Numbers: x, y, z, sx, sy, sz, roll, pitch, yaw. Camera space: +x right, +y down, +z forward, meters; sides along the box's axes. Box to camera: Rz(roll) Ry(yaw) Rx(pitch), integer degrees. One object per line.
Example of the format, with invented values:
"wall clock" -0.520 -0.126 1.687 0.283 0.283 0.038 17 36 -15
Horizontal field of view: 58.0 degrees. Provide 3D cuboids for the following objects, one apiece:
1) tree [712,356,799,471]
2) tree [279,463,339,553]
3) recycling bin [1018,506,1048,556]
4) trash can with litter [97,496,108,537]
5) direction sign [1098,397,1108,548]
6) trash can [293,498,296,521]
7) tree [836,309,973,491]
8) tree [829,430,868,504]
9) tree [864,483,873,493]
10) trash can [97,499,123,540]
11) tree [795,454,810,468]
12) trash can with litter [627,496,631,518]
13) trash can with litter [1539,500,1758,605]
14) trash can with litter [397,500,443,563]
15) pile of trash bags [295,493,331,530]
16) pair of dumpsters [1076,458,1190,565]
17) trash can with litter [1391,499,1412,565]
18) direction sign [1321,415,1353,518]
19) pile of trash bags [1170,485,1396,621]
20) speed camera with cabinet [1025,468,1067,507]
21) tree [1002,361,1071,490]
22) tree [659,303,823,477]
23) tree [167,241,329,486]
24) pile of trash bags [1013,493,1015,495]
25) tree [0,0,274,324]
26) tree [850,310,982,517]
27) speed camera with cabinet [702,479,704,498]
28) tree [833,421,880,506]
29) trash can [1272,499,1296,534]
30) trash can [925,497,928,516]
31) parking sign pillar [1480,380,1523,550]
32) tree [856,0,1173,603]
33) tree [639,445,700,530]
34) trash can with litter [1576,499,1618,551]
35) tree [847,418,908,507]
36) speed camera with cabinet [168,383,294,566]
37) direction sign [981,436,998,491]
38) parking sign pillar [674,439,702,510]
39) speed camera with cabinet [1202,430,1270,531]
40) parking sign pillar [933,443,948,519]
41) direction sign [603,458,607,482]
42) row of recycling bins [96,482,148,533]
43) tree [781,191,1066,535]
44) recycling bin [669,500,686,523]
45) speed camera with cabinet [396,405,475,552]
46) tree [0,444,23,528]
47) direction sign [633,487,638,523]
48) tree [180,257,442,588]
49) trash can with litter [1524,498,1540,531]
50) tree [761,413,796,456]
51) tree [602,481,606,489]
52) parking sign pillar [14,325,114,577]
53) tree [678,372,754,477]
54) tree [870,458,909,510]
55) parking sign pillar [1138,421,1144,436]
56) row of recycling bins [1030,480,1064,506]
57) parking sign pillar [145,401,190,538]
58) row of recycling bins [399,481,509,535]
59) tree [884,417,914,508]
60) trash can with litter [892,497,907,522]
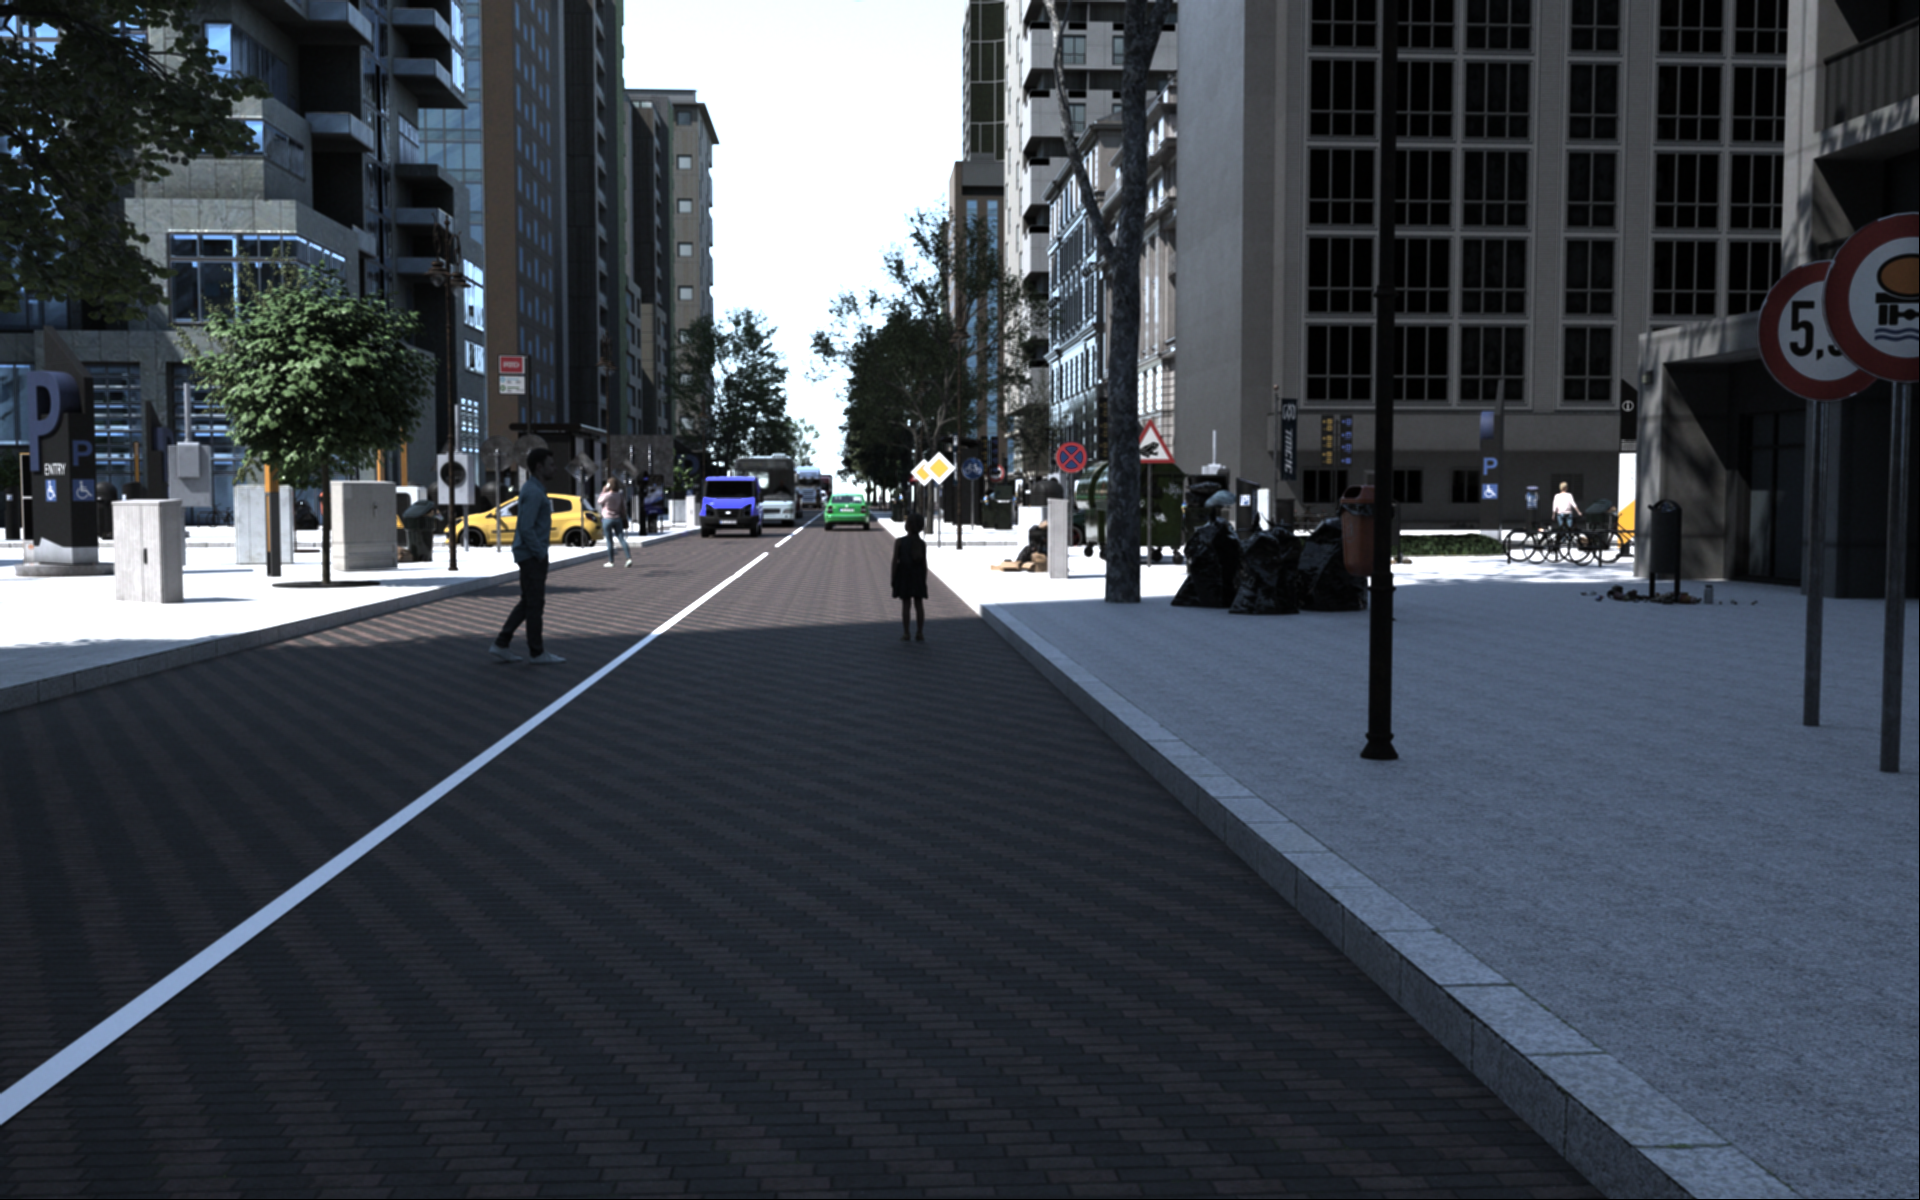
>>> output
"tree" -17.017 -13.716 142.381 7.486 12.596 7.792 0 3 0
"tree" -14.618 -2.650 37.925 1.663 3.219 1.824 0 3 0
"recycling bin" 1.676 -1.402 35.471 0.722 1.027 0.722 -3 5 -41
"trash can with litter" -26.050 -2.530 52.420 1.678 1.210 2.233 -2 4 -32
"direction sign" 3.544 -2.979 40.705 0.876 3.537 0.379 -3 5 -42
"trash can" -22.145 -2.764 56.839 0.748 1.137 0.748 0 3 0
"tree" -3.779 -12.723 114.683 9.857 13.997 8.962 0 3 0
"tree" -12.642 -19.881 235.416 12.009 13.543 11.850 0 3 0
"tree" -14.759 -17.481 280.417 1.663 3.219 1.824 0 3 0
"trash can" -23.814 -2.256 48.533 0.748 1.137 0.748 0 3 0
"tree" -25.720 -20.216 280.893 4.737 8.622 4.395 0 3 0
"trash can with litter" -17.229 -4.947 92.273 1.055 1.170 0.624 2 4 30
"trash can with litter" 8.415 -0.608 20.995 1.678 1.210 2.233 -1 4 -11
"trash can with litter" -10.269 -1.295 32.565 0.624 1.170 1.055 1 4 20
"pile of trash bags" -23.196 -3.249 62.874 1.912 1.369 3.447 -1 4 -14
"pair of dumpsters" 3.281 -1.878 33.204 1.574 2.255 4.437 0 4 -4
"trash can with litter" 7.426 -1.275 31.901 2.233 1.210 1.678 0 4 -4
"direction sign" 10.760 -3.519 49.539 0.876 3.537 0.379 0 4 4
"pile of trash bags" 3.717 -0.558 18.883 1.912 1.369 3.447 -1 4 -17
"speed camera with cabinet" 3.697 -4.975 75.683 2.038 3.252 0.660 3 5 39
"tree" 4.143 -8.956 96.799 4.360 8.622 3.978 0 3 0
"tree" -12.641 -10.280 93.830 9.928 11.665 9.643 0 3 0
"tree" -20.038 -6.079 49.760 4.737 8.622 4.395 0 3 0
"pile of trash bags" 2.358 -6.858 121.886 3.447 1.369 1.912 0 4 3
"tree" -8.363 -5.642 10.378 7.486 12.596 7.792 0 3 0
"tree" -2.567 -10.489 97.258 9.928 11.665 9.643 0 3 0
"speed camera with cabinet" -14.321 -6.422 99.332 2.038 3.252 0.660 0 4 -7
"tree" -9.309 -16.767 191.151 9.611 12.733 9.660 0 3 0
"trash can" 9.884 -2.519 52.847 0.748 1.137 0.748 0 3 0
"trash can" -2.188 -5.404 100.011 0.748 1.137 0.748 0 3 0
"parking sign pillar" 12.384 -3.170 40.302 1.447 3.967 1.447 1 4 21
"tree" 2.958 -10.102 21.057 12.611 20.169 13.585 0 3 0
"tree" -11.120 -4.413 66.752 1.663 3.219 1.824 0 3 0
"trash can with litter" 14.464 -1.711 39.362 0.624 1.170 1.055 3 5 43
"tree" -8.027 -15.728 175.286 7.486 12.596 7.792 0 3 0
"speed camera with cabinet" -13.166 -2.262 31.314 2.038 3.252 0.660 -1 4 -20
"direction sign" 1.149 -4.647 67.981 0.876 3.537 0.379 -3 5 -40
"parking sign pillar" -13.280 -5.880 84.603 1.447 3.967 1.447 -2 4 -26
"speed camera with cabinet" 8.597 -3.651 54.023 2.038 3.252 0.660 0 4 0
"parking sign pillar" -0.812 -6.248 90.631 1.447 3.967 1.447 -1 4 -13
"direction sign" -22.239 -7.194 109.626 0.379 3.537 0.876 3 5 41
"row of recycling bins" -28.724 -3.071 57.326 3.534 1.692 1.069 -1 4 -9
"tree" -1.000 -7.339 54.401 8.767 10.594 7.601 0 4 -1
"recycling bin" -12.482 -3.926 76.744 0.722 1.027 0.722 -1 4 -22
"speed camera with cabinet" -11.790 -2.680 38.160 2.038 3.252 0.660 0 4 0
"tree" -36.608 -4.426 66.965 1.663 3.219 1.824 0 3 0
"direction sign" -14.564 -5.228 77.481 0.379 3.537 0.876 3 5 43
"tree" -8.963 -2.472 24.132 4.285 4.588 4.351 0 3 0
"trash can with litter" 19.582 -2.931 58.984 1.678 1.210 2.233 0 4 -3
"tree" -16.402 -12.281 151.149 4.360 8.622 3.978 0 3 0
"tree" -22.422 -7.177 111.940 1.663 3.219 1.824 0 3 0
"parking sign pillar" -14.155 -2.376 27.316 1.447 3.967 1.447 3 4 38
"tree" -14.666 -9.362 103.429 4.360 8.622 3.978 0 3 0
"tree" -5.613 -9.570 140.189 4.285 4.588 4.351 0 3 0
"parking sign pillar" 6.552 -4.536 62.639 1.447 3.967 1.447 -2 4 -24
"row of recycling bins" 2.604 -2.755 52.154 1.069 1.692 3.534 0 4 2
"parking sign pillar" -23.447 -3.816 50.857 1.447 3.967 1.447 -1 4 -9
"row of recycling bins" -16.086 -2.937 55.139 3.534 1.692 1.069 -3 4 -36
"tree" -5.982 -12.451 153.936 4.360 8.622 3.978 0 3 0
"trash can with litter" -2.558 -4.105 78.506 1.055 1.170 0.624 1 4 20
